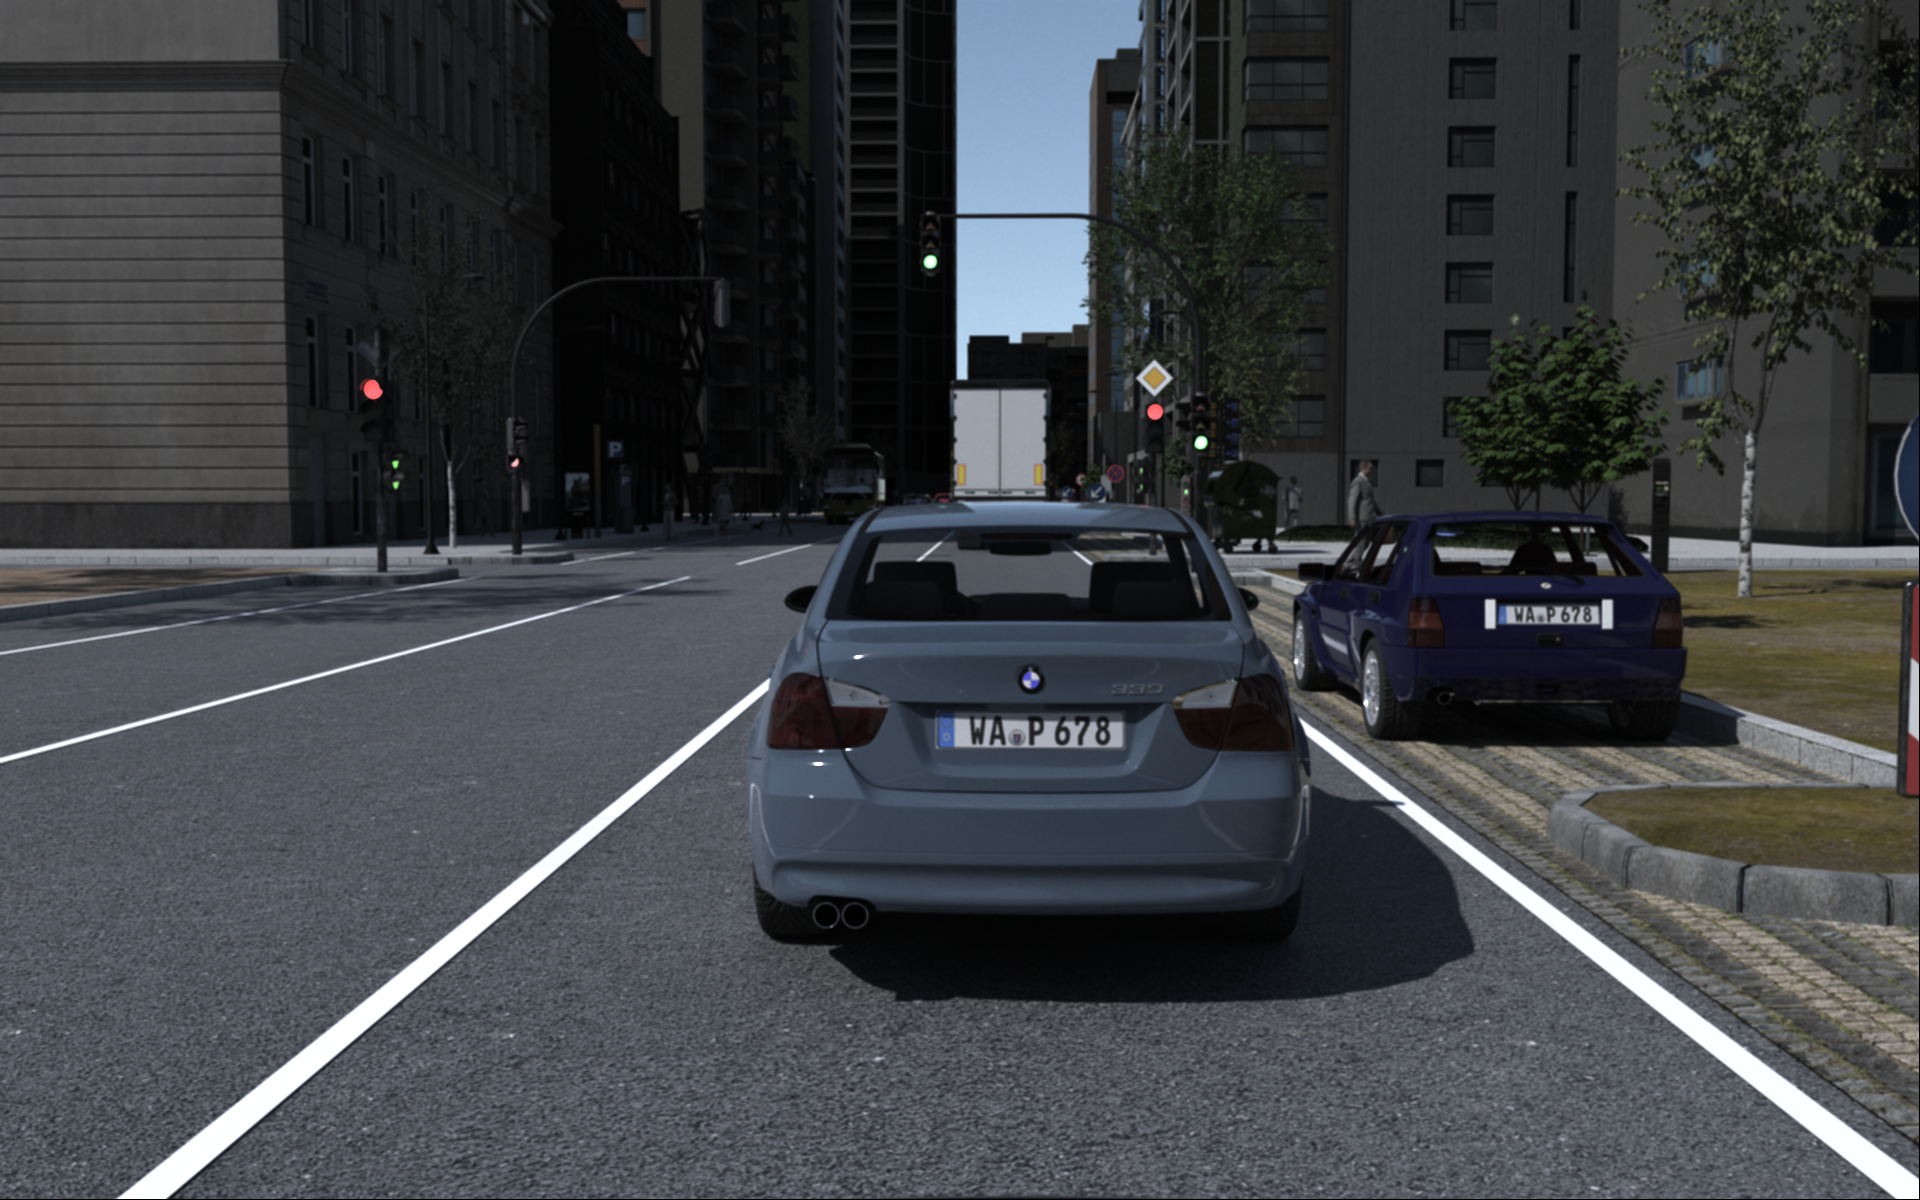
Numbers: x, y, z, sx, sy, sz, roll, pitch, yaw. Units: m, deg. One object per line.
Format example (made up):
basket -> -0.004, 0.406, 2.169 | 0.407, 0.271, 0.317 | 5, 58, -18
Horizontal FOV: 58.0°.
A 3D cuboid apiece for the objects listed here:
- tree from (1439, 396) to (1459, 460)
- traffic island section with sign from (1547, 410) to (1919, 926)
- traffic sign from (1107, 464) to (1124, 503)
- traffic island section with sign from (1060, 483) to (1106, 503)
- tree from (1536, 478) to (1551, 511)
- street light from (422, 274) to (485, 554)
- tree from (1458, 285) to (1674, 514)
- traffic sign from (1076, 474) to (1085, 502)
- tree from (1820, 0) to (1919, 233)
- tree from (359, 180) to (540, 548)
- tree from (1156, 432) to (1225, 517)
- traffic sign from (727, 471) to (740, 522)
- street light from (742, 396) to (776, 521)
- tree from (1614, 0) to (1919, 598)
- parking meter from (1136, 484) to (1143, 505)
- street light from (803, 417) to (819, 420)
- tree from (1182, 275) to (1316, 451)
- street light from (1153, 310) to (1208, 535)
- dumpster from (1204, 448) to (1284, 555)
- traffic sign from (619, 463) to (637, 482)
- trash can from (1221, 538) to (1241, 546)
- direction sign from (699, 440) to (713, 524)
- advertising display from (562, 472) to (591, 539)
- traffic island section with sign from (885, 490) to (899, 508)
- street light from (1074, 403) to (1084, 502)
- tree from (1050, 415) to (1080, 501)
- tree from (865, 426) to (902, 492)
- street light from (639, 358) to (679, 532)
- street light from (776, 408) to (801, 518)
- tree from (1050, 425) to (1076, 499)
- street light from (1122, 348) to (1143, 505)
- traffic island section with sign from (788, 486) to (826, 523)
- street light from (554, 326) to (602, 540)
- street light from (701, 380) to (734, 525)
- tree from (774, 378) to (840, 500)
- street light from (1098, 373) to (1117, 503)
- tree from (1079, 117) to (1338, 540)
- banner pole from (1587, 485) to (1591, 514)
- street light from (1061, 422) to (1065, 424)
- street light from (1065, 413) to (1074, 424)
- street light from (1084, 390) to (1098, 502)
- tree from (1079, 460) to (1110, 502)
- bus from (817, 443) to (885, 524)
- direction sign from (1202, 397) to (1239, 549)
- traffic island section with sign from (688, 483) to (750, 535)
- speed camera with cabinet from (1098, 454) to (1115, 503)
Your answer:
tree -> 5.890, -1.466, 18.568 | 1.663, 3.219, 1.824 | 0, 3, 0
traffic island section with sign -> 3.403, 0.122, 6.640 | 1.989, 1.847, 2.006 | 0, 4, 1
traffic sign -> 6.681, -4.548, 74.465 | 0.768, 2.556, 0.104 | 0, 4, 4
traffic island section with sign -> 4.645, -3.195, 60.872 | 1.989, 1.847, 2.006 | 0, 4, 1
tree -> 18.216, -4.325, 54.422 | 4.285, 4.588, 4.351 | 0, 3, 0
street light -> -10.736, -3.928, 36.757 | 1.470, 5.913, 1.316 | 0, 4, 1
tree -> 5.709, -1.322, 16.218 | 1.663, 3.219, 1.824 | 0, 3, 0
traffic sign -> 7.543, -6.548, 107.167 | 0.768, 2.556, 0.104 | 1, 4, 10
tree -> 10.088, -3.950, 14.939 | 4.360, 8.622, 3.978 | 0, 3, 0
tree -> -11.991, -5.530, 40.786 | 4.360, 8.622, 3.978 | 0, 3, 0
tree -> 11.125, -6.077, 83.075 | 4.285, 4.588, 4.351 | 0, 3, 0
traffic sign -> -10.230, -4.662, 78.359 | 0.606, 2.300, 0.079 | 1, 4, 10
street light -> -9.657, -6.699, 82.063 | 1.470, 5.913, 1.316 | 0, 4, 1
tree -> 9.977, -4.343, 21.369 | 4.737, 8.622, 4.395 | 0, 3, 0
parking meter -> 7.345, -4.012, 71.313 | 0.399, 1.863, 0.255 | 0, 4, 7
street light -> -9.226, -8.085, 104.735 | 1.470, 5.913, 1.316 | 0, 4, 1
tree -> 9.546, -6.562, 57.647 | 4.737, 8.622, 4.395 | 0, 3, 0
street light -> 5.681, -4.357, 43.785 | 1.470, 5.913, 1.316 | 0, 4, 1
dumpster -> 6.131, -2.143, 37.527 | 1.502, 2.255, 1.985 | 0, 4, 1
traffic sign -> -11.102, -3.412, 57.916 | 0.606, 2.300, 0.079 | 1, 4, 10
trash can -> 6.624, -1.899, 42.696 | 0.748, 1.137, 0.748 | 0, 3, 0
direction sign -> -10.706, -4.955, 73.004 | 0.379, 3.537, 0.876 | 2, 4, 31
advertising display -> -11.085, -2.744, 50.084 | 0.123, 1.923, 0.974 | 3, 4, 36
traffic island section with sign -> -6.086, -9.592, 165.464 | 1.989, 1.847, 2.006 | 0, 4, 1
street light -> 6.721, -7.103, 88.676 | 1.470, 5.913, 1.316 | 0, 4, 1
tree -> 8.825, -12.550, 155.558 | 4.360, 8.622, 3.978 | 0, 3, 0
tree -> -8.321, -14.224, 182.928 | 4.737, 8.622, 4.395 | 0, 3, 0
street light -> -10.273, -5.299, 59.187 | 1.470, 5.913, 1.316 | 0, 4, 1
street light -> -9.480, -7.381, 93.224 | 1.470, 5.913, 1.316 | 0, 4, 1
tree -> 10.098, -14.052, 180.106 | 4.737, 8.622, 4.395 | 0, 3, 0
street light -> 5.908, -5.040, 54.946 | 1.470, 5.913, 1.316 | 0, 4, 1
traffic island section with sign -> -7.856, -4.866, 88.188 | 1.989, 1.847, 2.006 | 0, 4, 1
street light -> -10.586, -4.617, 48.029 | 1.470, 5.913, 1.316 | 0, 4, 1
street light -> -9.931, -6.016, 70.903 | 1.470, 5.913, 1.316 | 0, 4, 1
tree -> -9.935, -9.759, 109.917 | 4.360, 8.622, 3.978 | 0, 3, 0
street light -> 6.175, -5.738, 66.358 | 1.470, 5.913, 1.316 | 0, 4, 1
tree -> 6.924, -7.519, 48.686 | 9.928, 11.665, 9.643 | 0, 3, 0
banner pole -> 12.795, -2.803, 35.852 | 0.863, 3.779, 0.401 | 2, 4, 34
street light -> 7.202, -8.484, 111.256 | 1.470, 5.913, 1.316 | 0, 4, 1
street light -> 6.963, -7.790, 99.911 | 1.470, 5.913, 1.316 | 0, 4, 1
street light -> 6.457, -6.421, 77.517 | 1.470, 5.913, 1.316 | 0, 4, 1
tree -> 7.588, -6.296, 97.537 | 1.663, 3.219, 1.824 | 0, 3, 0
bus -> -5.221, -5.795, 86.292 | 2.896, 3.916, 12.252 | 0, 4, 0
direction sign -> 6.120, -2.979, 40.706 | 0.876, 3.537, 0.379 | -1, 4, -9
traffic island section with sign -> -8.476, -3.214, 61.177 | 1.989, 1.847, 2.006 | 0, 4, 1
speed camera with cabinet -> 7.135, -5.565, 85.319 | 0.660, 3.252, 2.038 | 1, 4, 17
